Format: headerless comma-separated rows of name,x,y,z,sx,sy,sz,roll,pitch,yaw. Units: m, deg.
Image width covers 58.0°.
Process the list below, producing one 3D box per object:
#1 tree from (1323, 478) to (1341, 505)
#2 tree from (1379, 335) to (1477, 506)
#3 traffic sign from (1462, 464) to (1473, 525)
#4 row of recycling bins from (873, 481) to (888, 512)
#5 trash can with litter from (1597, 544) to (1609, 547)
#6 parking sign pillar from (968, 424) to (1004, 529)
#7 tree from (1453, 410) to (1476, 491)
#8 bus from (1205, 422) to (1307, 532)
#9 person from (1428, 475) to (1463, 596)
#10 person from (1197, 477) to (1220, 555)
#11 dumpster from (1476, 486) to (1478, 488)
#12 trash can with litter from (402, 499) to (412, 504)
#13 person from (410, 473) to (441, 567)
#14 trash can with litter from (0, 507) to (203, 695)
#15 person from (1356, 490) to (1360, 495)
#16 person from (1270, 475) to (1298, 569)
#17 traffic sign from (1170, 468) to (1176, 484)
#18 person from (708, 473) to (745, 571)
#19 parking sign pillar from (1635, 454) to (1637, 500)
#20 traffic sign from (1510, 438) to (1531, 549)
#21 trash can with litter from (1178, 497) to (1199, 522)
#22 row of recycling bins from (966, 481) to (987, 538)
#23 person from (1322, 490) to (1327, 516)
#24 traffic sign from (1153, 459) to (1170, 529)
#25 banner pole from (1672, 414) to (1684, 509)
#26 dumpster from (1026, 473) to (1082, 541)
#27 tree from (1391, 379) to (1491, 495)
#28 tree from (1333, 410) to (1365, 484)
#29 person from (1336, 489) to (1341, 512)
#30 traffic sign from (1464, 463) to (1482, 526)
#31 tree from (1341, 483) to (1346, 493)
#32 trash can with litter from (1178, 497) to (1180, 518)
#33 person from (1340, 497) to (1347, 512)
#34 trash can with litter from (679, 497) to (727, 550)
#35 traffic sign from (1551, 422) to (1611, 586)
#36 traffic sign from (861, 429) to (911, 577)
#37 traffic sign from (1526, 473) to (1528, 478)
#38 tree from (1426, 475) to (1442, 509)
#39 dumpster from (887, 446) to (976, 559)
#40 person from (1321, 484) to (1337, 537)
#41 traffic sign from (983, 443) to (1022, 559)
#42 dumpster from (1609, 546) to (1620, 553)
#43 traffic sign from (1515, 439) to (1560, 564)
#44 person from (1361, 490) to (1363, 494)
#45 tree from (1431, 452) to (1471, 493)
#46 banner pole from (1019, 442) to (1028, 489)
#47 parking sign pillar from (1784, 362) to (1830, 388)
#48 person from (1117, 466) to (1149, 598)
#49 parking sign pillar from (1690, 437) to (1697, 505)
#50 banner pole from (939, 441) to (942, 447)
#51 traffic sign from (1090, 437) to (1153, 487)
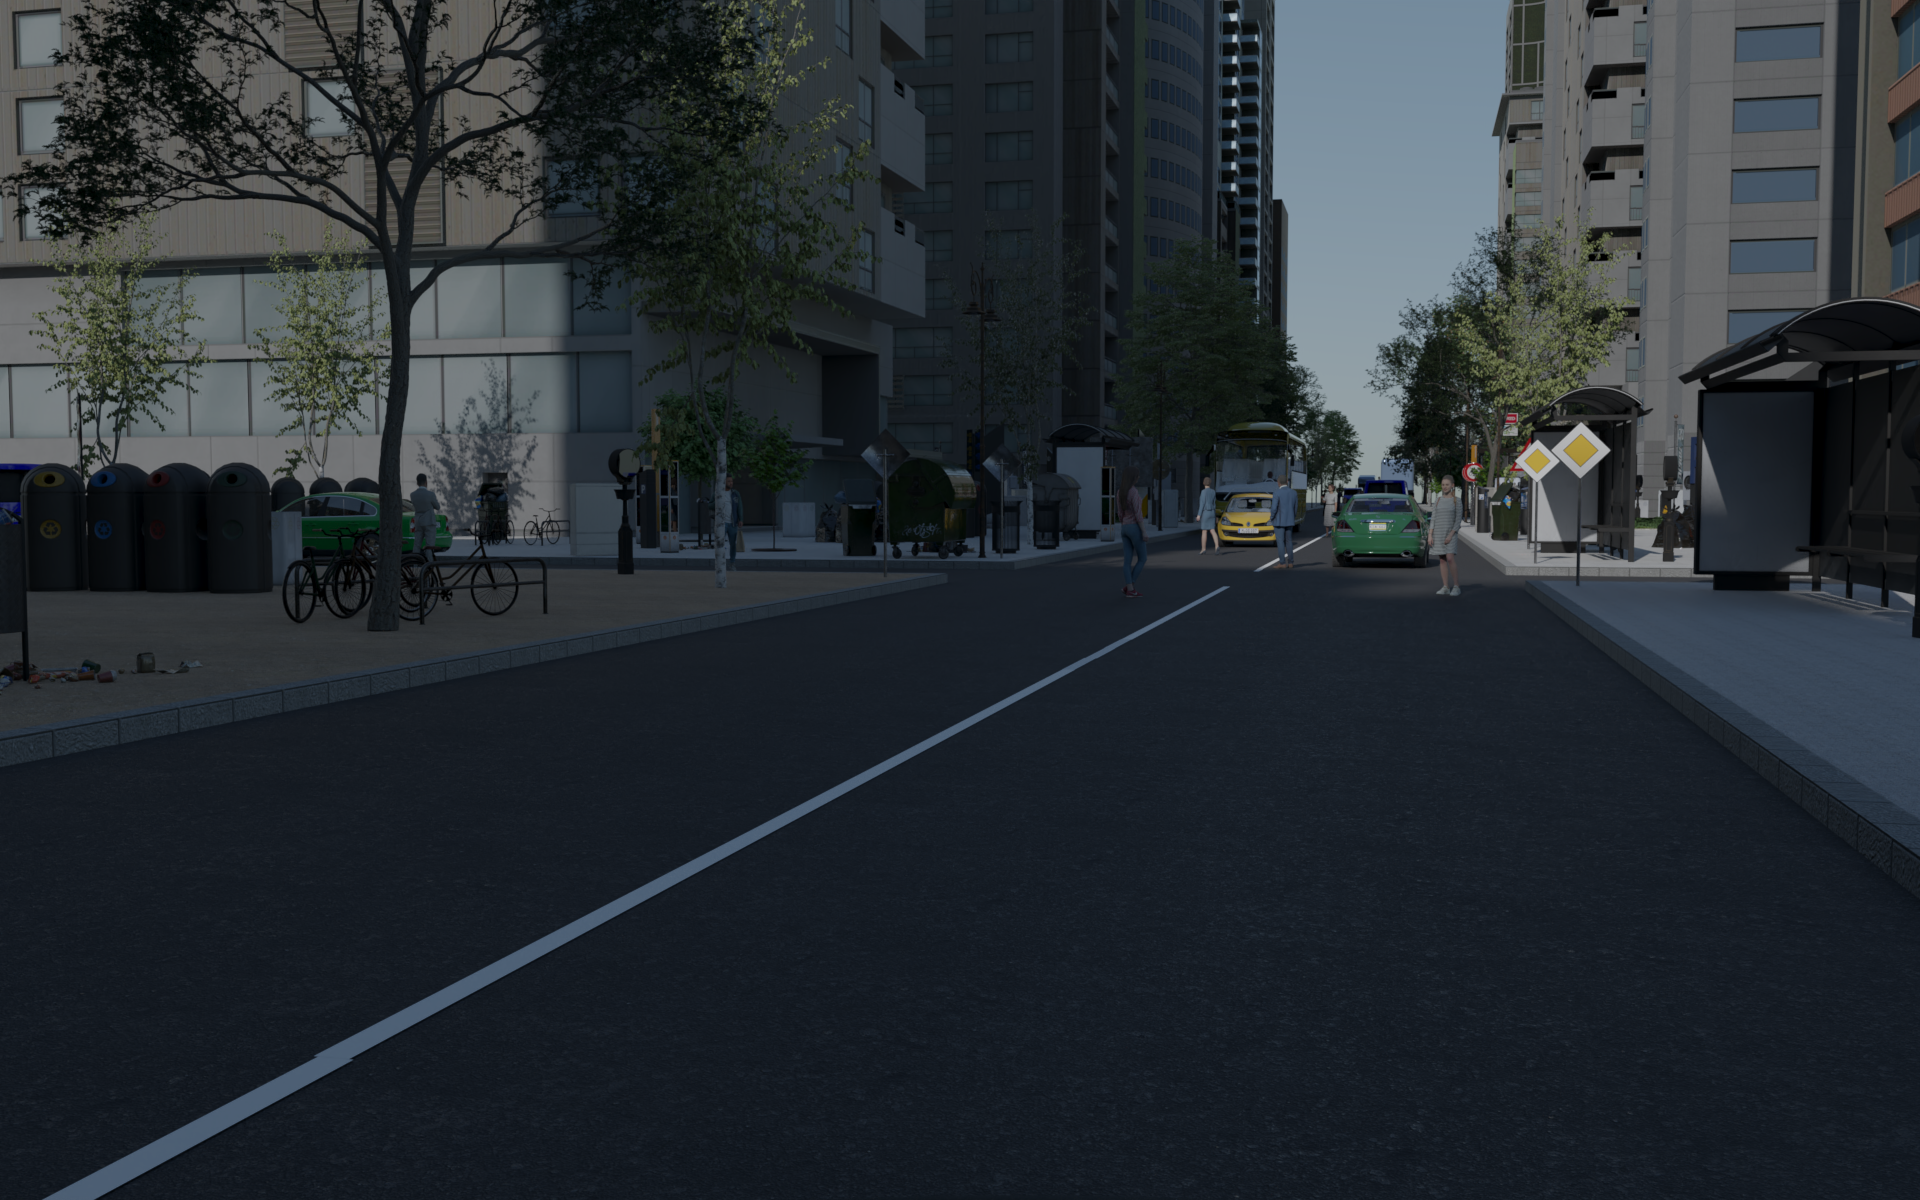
tree,44.785,-13.158,209.733,1.663,3.219,1.824,0,3,0
tree,52.507,-20.300,187.799,12.611,20.169,13.585,0,3,0
traffic sign,21.061,-4.353,71.281,0.768,2.556,0.104,1,4,16
row of recycling bins,-2.322,-2.840,53.551,1.069,1.692,3.534,-3,5,-40
trash can with litter,15.793,-1.888,42.250,0.624,1.170,1.055,2,4,35
parking sign pillar,0.982,-4.672,64.854,1.447,3.967,1.447,-1,4,-20
tree,38.917,-11.328,135.573,4.360,8.622,3.978,0,3,0
bus,10.985,-4.356,62.773,2.896,3.916,12.252,1,4,14
person,6.942,-0.928,24.680,0.512,1.701,0.522,3,5,41
person,5.828,-1.962,40.606,0.581,1.822,0.654,-2,4,-23
dumpster,23.939,-4.441,78.366,1.264,1.857,1.865,1,4,14
trash can with litter,-12.842,-1.735,39.749,0.624,1.170,1.055,0,4,-3
person,-9.497,-1.353,30.803,0.511,1.800,0.466,0,4,0
trash can with litter,-6.227,-0.050,11.870,1.678,1.210,2.233,3,5,41
person,27.348,-6.680,118.656,0.436,1.711,0.756,-2,4,-33
person,6.242,-1.506,33.312,0.721,1.800,0.419,-2,4,-34
traffic sign,8.243,-4.055,68.426,0.606,2.300,0.079,1,4,19
person,-4.255,-1.437,31.981,0.794,1.824,0.713,0,4,1
parking sign pillar,30.915,-5.654,80.910,1.447,3.967,1.447,-3,5,-40
traffic sign,13.207,-2.456,40.166,0.884,2.594,0.081,1,4,21
trash can with litter,10.517,-4.194,79.626,1.678,1.210,2.233,0,4,6
row of recycling bins,0.152,-2.749,52.063,1.069,1.692,3.534,1,4,9
person,23.496,-6.226,111.116,0.721,1.723,1.217,3,4,36
traffic sign,7.246,-3.846,62.990,0.768,2.556,0.104,1,4,19
banner pole,22.659,-3.955,54.674,0.863,3.779,0.401,-3,5,-44
dumpster,2.582,-2.578,47.916,1.264,1.857,1.865,1,4,14
tree,45.706,-15.485,163.547,12.009,13.543,11.850,0,3,0
tree,50.595,-19.250,232.857,7.486,12.596,7.792,0,3,0
person,23.639,-6.107,108.792,0.568,1.767,0.683,1,4,15
traffic sign,20.823,-4.286,70.182,0.768,2.556,0.104,1,4,19
tree,55.274,-15.747,252.067,1.663,3.219,1.824,0,3,0
trash can with litter,11.246,-4.913,91.718,0.624,1.170,1.055,-1,4,-12
person,15.940,-3.620,71.937,0.306,1.304,0.590,0,4,-2
trash can with litter,-6.243,-1.793,40.368,1.678,1.210,2.233,1,4,21
traffic sign,8.628,-1.253,24.131,0.795,2.450,0.064,1,4,14
traffic sign,-1.148,-1.407,26.640,0.795,2.450,0.064,1,4,14
traffic sign,22.803,-4.192,68.649,0.768,2.556,0.104,1,4,23
tree,40.656,-9.378,147.927,1.663,3.219,1.824,0,3,0
dumpster,-0.623,-1.977,34.810,1.502,2.255,1.985,1,4,14
person,12.336,-2.985,57.875,0.480,1.755,0.524,2,4,26
traffic sign,0.828,-1.880,34.378,0.795,2.450,0.064,1,4,14
dumpster,14.225,-2.019,38.766,1.264,1.857,1.865,1,4,14
traffic sign,10.604,-1.726,31.869,0.795,2.450,0.064,1,4,14
person,35.569,-8.826,153.361,0.990,1.755,0.434,-1,4,-15
tree,30.805,-7.568,107.450,4.285,4.588,4.351,0,3,0
banner pole,3.031,-5.704,83.274,0.863,3.779,0.401,-3,5,-42
parking sign pillar,15.957,-2.738,33.240,1.447,3.967,1.447,2,4,35
person,2.407,-0.947,23.991,0.388,1.821,0.555,-3,5,-39
parking sign pillar,25.068,-4.270,58.289,1.447,3.967,1.447,0,4,-1
banner pole,-1.022,-5.590,81.418,0.401,3.779,0.863,2,4,26
traffic sign,5.753,-4.161,61.911,2.265,3.308,0.079,1,4,16
